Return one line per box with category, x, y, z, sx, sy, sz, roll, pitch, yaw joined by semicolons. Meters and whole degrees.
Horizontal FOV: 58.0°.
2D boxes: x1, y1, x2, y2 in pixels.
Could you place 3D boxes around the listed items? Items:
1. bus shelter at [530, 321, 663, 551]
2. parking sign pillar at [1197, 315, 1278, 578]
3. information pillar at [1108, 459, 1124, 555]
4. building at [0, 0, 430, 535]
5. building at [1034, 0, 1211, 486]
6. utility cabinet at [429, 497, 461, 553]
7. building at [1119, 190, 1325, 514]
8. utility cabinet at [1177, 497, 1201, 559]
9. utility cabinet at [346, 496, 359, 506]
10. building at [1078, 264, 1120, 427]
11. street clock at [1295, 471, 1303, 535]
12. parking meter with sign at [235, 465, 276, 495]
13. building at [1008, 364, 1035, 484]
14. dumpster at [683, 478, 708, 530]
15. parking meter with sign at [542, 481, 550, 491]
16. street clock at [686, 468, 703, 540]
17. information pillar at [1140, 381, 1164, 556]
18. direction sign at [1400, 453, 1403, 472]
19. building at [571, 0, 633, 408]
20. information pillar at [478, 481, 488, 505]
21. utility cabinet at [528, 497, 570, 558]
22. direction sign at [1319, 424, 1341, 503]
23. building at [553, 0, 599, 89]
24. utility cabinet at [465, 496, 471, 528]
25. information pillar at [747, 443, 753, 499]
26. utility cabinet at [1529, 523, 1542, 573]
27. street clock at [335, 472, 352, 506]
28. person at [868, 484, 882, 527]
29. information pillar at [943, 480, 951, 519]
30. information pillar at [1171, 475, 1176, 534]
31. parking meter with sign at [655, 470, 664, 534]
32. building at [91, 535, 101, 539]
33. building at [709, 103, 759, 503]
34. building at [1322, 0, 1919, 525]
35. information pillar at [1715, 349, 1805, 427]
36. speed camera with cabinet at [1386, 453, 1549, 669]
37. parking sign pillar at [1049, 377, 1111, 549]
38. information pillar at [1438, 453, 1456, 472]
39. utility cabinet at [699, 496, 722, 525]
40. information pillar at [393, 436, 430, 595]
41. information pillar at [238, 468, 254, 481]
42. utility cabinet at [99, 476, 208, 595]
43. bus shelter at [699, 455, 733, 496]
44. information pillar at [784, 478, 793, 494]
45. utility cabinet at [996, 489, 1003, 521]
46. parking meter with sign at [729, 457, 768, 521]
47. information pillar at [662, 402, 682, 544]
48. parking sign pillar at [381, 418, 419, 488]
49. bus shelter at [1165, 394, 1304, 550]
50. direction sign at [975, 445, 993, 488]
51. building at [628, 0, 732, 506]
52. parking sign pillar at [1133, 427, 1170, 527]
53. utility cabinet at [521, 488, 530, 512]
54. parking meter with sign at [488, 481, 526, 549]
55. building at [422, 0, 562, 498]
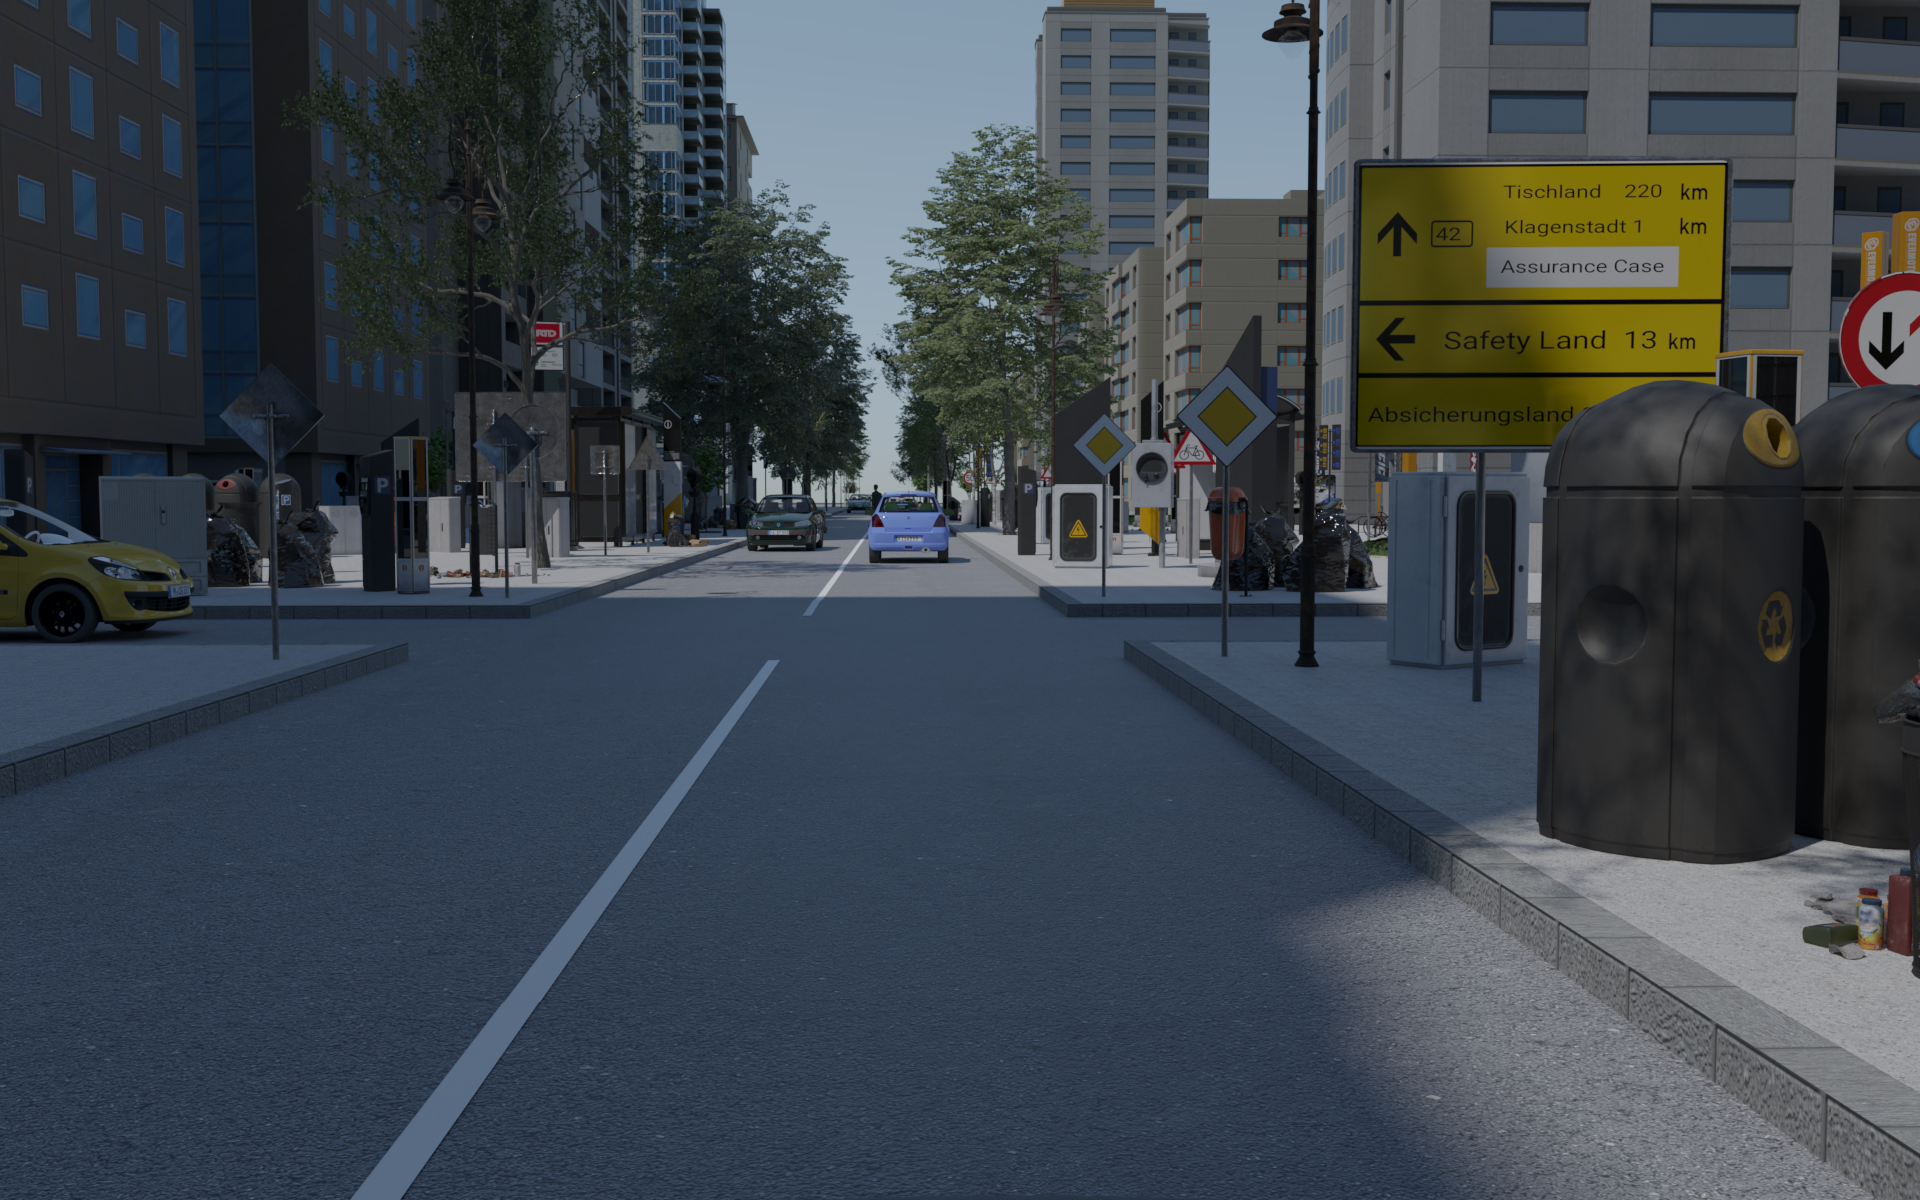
bus shelter;-8.970;-3.993;42.912;2.179;5.291;8.768;0;4;-2
parking sign pillar;4.429;-2.349;26.874;1.447;3.967;1.447;-1;4;-16
information pillar;3.278;-1.956;36.475;0.304;2.012;0.304;1;4;13
building;-28.856;-25.324;64.155;14.600;45.320;14.200;0;4;-2
building;19.718;-41.041;213.021;21.231;58.520;28.212;0;4;-2
utility cabinet;-11.398;-1.656;38.245;0.306;1.237;1.020;-3;5;-43
building;26.521;-16.597;116.393;27.650;21.520;28.899;0;4;-2
utility cabinet;4.593;-1.451;34.884;0.306;1.237;1.020;0;4;-3
utility cabinet;-18.568;-2.617;53.945;1.020;1.237;0.306;1;4;11
building;25.169;-18.359;145.208;27.650;21.520;28.899;0;4;-2
street clock;10.733;-3.035;54.185;0.471;2.002;0.358;-1;4;-19
parking meter with sign;-21.358;-3.408;51.981;0.543;3.016;1.738;3;5;44
building;21.415;-24.324;242.734;27.650;21.520;28.899;0;4;-2
dumpster;-9.756;-3.457;62.282;1.264;1.857;1.865;0;4;-2
parking meter with sign;-18.476;-4.899;76.361;0.543;3.016;1.738;3;5;40
street clock;-7.408;-2.678;48.361;0.471;2.002;0.358;3;5;44
information pillar;3.979;-2.718;35.799;0.504;3.616;0.183;0;4;3
direction sign;15.886;-4.298;62.267;0.379;3.537;0.876;0;4;7
building;-33.983;-42.435;132.072;20.563;71.187;20.611;0;4;-2
information pillar;-10.314;-2.000;37.198;0.304;2.012;0.304;0;4;-3
utility cabinet;-8.401;-1.476;35.288;1.020;1.237;0.306;3;4;37
direction sign;12.059;-3.946;56.516;0.379;3.537;0.876;-3;4;-38
building;-37.834;-31.745;108.261;28.713;52.752;27.495;0;4;-2
utility cabinet;-18.720;-3.298;65.086;1.020;1.237;0.306;-2;4;-24
information pillar;-9.632;-5.341;78.674;0.504;3.616;0.183;0;4;-5
utility cabinet;9.630;-1.022;27.864;0.306;1.237;1.020;-3;4;-38
street clock;-19.967;-3.154;56.130;0.471;2.002;0.358;1;4;23
person;-3.634;-4.017;73.963;0.659;1.850;0.755;-3;4;-38
information pillar;-0.703;-5.290;90.979;0.304;2.012;0.304;2;4;32
information pillar;7.030;-3.164;56.223;0.304;2.012;0.304;2;4;26
parking meter with sign;-9.859;-3.629;55.599;1.738;3.016;0.543;0;4;4
building;-28.677;-23.968;41.989;14.600;45.320;14.200;0;4;-2
building;-42.650;-39.631;237.199;28.713;52.752;27.495;0;4;-2
building;26.516;-32.496;73.307;21.231;58.520;28.212;0;4;-2
information pillar;4.123;-0.276;8.997;0.304;2.012;0.304;-1;4;-11
speed camera with cabinet;4.210;-1.159;13.291;2.038;3.252;0.660;-2;4;-33
parking sign pillar;2.792;-3.148;39.949;1.447;3.967;1.447;0;4;-6
information pillar;7.621;-2.188;27.122;0.183;3.616;0.504;3;5;41
utility cabinet;-10.089;-3.586;69.792;1.020;1.237;0.306;0;4;-6
information pillar;-7.029;-1.084;22.220;0.304;2.012;0.304;2;4;28
information pillar;-19.999;-2.695;48.561;0.304;2.012;0.304;3;4;37
utility cabinet;-10.060;-0.791;21.620;1.173;1.500;0.318;-2;4;-32
bus shelter;-12.426;-5.595;85.395;2.014;3.302;5.546;0;4;-2
information pillar;-7.767;-4.518;78.358;0.304;2.012;0.304;-2;4;-32
utility cabinet;2.160;-4.469;81.754;0.318;1.500;1.173;-2;4;-31
parking meter with sign;-9.895;-5.183;81.002;1.738;3.016;0.543;-1;4;-20
information pillar;-7.362;-3.238;44.298;0.504;3.616;0.183;1;4;16
parking sign pillar;-19.798;-4.449;61.212;1.447;3.967;1.447;-2;4;-33
bus shelter;5.792;-2.627;36.872;2.014;3.302;5.546;0;4;-2
direction sign;1.131;-5.418;80.580;0.876;3.537;0.379;1;4;22
building;-38.238;-54.671;206.549;22.319;86.520;31.000;0;4;-2
parking sign pillar;7.481;-4.841;67.625;1.447;3.967;1.447;0;4;5
utility cabinet;-15.332;-3.157;60.294;1.173;1.500;0.318;3;5;39
parking meter with sign;-10.674;-2.730;40.891;0.543;3.016;1.738;1;4;17
building;-28.461;-19.269;86.750;14.160;30.474;14.107;0;4;-2
